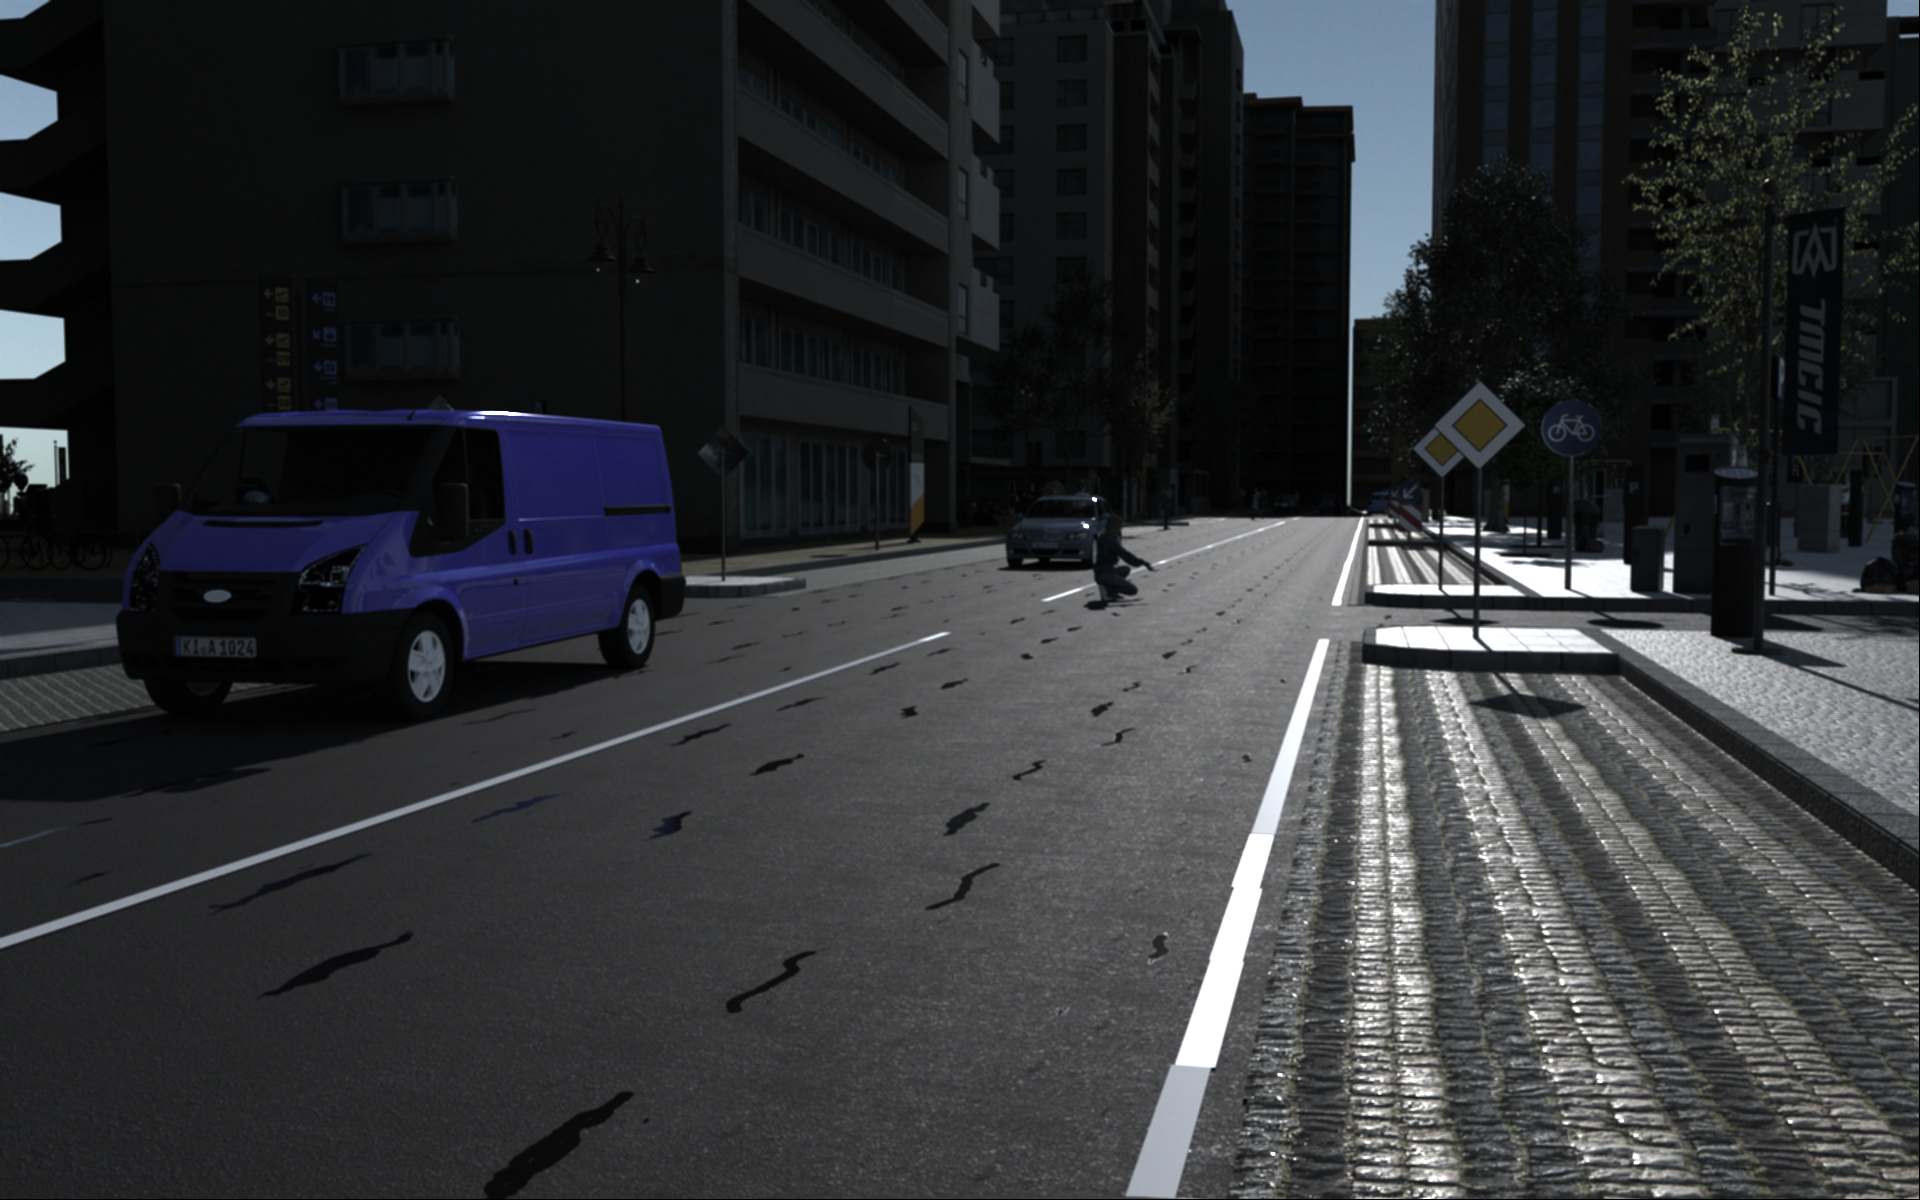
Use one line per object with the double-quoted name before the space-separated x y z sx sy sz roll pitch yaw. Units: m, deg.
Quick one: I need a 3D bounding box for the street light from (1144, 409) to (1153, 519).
"street light" 9.913 -7.187 90.301 0.468 5.910 1.993 1 4 13

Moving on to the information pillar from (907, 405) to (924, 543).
"information pillar" -1.166 -3.336 45.895 0.504 3.616 0.183 -3 5 -43

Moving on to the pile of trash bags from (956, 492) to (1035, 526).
"pile of trash bags" 1.346 -3.650 69.434 3.447 1.369 1.912 0 4 -7

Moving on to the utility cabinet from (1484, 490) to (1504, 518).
"utility cabinet" 28.092 -5.031 90.934 0.318 1.500 1.173 -3 4 -36

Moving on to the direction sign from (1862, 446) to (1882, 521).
"direction sign" 43.526 -5.548 82.709 0.379 3.537 0.876 -3 4 -38

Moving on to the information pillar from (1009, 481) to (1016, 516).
"information pillar" 3.010 -5.806 99.417 0.304 2.012 0.304 1 4 18

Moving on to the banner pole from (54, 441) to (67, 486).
"banner pole" -42.255 -5.586 81.342 0.401 3.779 0.863 1 4 15

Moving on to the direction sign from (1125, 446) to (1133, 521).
"direction sign" 8.011 -5.501 81.939 0.379 3.537 0.876 0 4 3

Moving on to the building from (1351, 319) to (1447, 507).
"building" 57.772 -21.047 189.159 28.899 21.520 27.650 1 4 13

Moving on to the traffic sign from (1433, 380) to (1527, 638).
"traffic sign" 4.591 -0.717 15.360 0.795 2.450 0.064 1 4 13

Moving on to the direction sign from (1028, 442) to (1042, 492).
"direction sign" 3.231 -5.119 75.690 0.876 3.537 0.379 3 5 41

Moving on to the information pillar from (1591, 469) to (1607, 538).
"information pillar" 18.793 -2.836 50.863 0.304 2.012 0.304 2 4 27

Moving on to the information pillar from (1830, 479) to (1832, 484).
"information pillar" 41.256 -4.727 81.778 0.304 2.012 0.304 0 4 3

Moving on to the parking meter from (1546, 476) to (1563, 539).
"parking meter" 16.871 -2.657 49.157 0.399 1.863 0.255 0 4 4

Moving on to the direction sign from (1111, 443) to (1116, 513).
"direction sign" 6.780 -5.173 76.577 0.379 3.537 0.876 1 4 15

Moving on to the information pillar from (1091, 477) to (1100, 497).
"information pillar" 5.831 -4.296 74.737 0.304 2.012 0.304 -1 4 -10

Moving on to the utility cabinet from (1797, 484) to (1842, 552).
"utility cabinet" 18.979 -1.810 38.276 0.318 1.500 1.173 0 4 -4

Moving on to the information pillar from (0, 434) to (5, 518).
"information pillar" -37.729 -4.698 68.166 0.183 3.616 0.504 -3 5 -42

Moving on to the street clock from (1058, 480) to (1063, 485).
"street clock" 5.270 -5.311 91.402 0.358 2.002 0.471 1 4 21

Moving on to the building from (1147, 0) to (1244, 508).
"building" 15.391 -33.084 164.631 21.600 48.544 21.300 1 4 13

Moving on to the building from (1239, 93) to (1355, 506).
"building" 28.910 -32.919 192.851 28.867 44.769 22.147 1 4 13

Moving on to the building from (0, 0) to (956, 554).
"building" -12.918 -25.952 48.025 21.300 48.544 21.600 1 4 13

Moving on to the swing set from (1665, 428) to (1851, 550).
"swing set" 19.173 -2.708 41.902 3.119 2.851 2.862 -2 4 -33

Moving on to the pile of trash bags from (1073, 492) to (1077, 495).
"pile of trash bags" 4.678 -4.505 83.401 1.912 1.369 3.447 -3 5 -43

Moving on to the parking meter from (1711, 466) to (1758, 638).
"parking meter" 6.985 -0.440 15.605 0.372 1.533 0.369 0 3 0

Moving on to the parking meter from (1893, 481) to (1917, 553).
"parking meter" 18.190 -1.524 33.331 0.372 1.533 0.369 0 3 0

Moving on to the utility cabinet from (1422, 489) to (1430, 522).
"utility cabinet" 21.285 -4.316 79.241 0.318 1.500 1.173 1 4 13

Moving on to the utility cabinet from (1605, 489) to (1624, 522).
"utility cabinet" 29.420 -4.192 77.219 1.173 1.500 0.318 1 4 19

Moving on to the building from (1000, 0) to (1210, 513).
"building" 1.815 -26.661 127.786 32.217 40.220 23.993 1 4 13

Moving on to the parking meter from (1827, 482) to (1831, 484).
"parking meter" 36.413 -4.104 72.818 0.399 1.863 0.255 1 4 19

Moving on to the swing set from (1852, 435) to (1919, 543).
"swing set" 25.232 -3.017 46.943 2.862 2.851 3.119 0 4 -3

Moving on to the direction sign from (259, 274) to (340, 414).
"direction sign" -6.922 -1.605 18.243 0.379 3.537 0.876 3 4 38

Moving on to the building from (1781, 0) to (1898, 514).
"building" 48.597 -32.727 124.333 28.713 52.752 27.495 1 4 13

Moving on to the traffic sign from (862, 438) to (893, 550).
"traffic sign" -1.899 -2.414 39.574 0.768 2.556 0.104 1 4 18

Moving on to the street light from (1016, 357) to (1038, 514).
"street light" 2.268 -5.251 58.634 0.468 5.910 1.993 1 4 13

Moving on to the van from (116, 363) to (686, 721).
"van" -3.886 -0.517 12.843 2.240 2.365 5.245 1 4 12

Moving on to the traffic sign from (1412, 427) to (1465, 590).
"traffic sign" 6.430 -1.192 23.131 0.795 2.450 0.064 1 4 13

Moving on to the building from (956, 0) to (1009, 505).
"building" -13.471 -30.102 81.408 28.713 52.752 27.495 1 4 13

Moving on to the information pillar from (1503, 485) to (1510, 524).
"information pillar" 23.226 -5.038 73.719 0.183 3.616 0.504 -1 4 -11

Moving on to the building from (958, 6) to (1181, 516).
"building" 5.885 -20.543 107.586 14.160 30.474 14.107 1 4 13

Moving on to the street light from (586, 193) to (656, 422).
"street light" -5.233 -3.312 26.933 0.468 5.910 1.993 1 4 13

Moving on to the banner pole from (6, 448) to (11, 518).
"banner pole" -50.921 -6.275 92.613 0.401 3.779 0.863 -1 4 -22

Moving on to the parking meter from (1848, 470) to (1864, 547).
"parking meter" 21.882 -2.237 42.281 0.255 1.863 0.399 3 4 37

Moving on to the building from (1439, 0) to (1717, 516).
"building" 37.178 -27.875 105.871 14.600 45.320 14.200 1 4 13

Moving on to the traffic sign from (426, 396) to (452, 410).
"traffic sign" -5.326 -0.861 17.719 0.795 2.450 0.064 1 4 13

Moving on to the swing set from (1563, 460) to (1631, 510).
"swing set" 29.338 -5.026 79.801 3.119 2.851 2.862 0 4 -7

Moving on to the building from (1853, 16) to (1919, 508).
"building" 81.561 -28.640 151.852 14.086 41.232 14.154 1 4 13

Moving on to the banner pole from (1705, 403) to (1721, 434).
"banner pole" 20.635 -3.523 47.612 0.863 3.779 0.401 -3 4 -37

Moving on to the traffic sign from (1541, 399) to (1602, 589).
"traffic sign" 8.219 -1.421 23.343 0.768 2.556 0.104 1 4 16

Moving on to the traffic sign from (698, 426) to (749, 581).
"traffic sign" -3.486 -1.336 25.490 0.795 2.450 0.064 1 4 13

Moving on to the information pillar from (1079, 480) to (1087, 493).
"information pillar" 6.239 -5.118 88.164 0.304 2.012 0.304 -2 4 -28

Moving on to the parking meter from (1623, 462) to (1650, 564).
"parking meter" 12.386 -1.592 31.746 0.255 1.863 0.399 -3 5 -43

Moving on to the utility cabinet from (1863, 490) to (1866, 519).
"utility cabinet" 46.084 -4.939 89.425 1.173 1.500 0.318 1 4 20

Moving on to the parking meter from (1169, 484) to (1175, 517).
"parking meter" 12.037 -5.695 98.817 0.399 1.863 0.255 3 4 39

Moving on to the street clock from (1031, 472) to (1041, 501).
"street clock" 2.544 -3.249 57.683 0.358 2.002 0.471 0 4 2

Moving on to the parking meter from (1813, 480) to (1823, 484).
"parking meter" 34.435 -3.905 69.553 0.255 1.863 0.399 0 4 2

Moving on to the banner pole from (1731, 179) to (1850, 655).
"banner pole" 6.560 -1.447 13.670 0.401 3.779 0.863 -2 4 -31

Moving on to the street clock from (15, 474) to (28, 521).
"street clock" -33.635 -3.518 62.086 0.471 2.002 0.358 2 4 26
